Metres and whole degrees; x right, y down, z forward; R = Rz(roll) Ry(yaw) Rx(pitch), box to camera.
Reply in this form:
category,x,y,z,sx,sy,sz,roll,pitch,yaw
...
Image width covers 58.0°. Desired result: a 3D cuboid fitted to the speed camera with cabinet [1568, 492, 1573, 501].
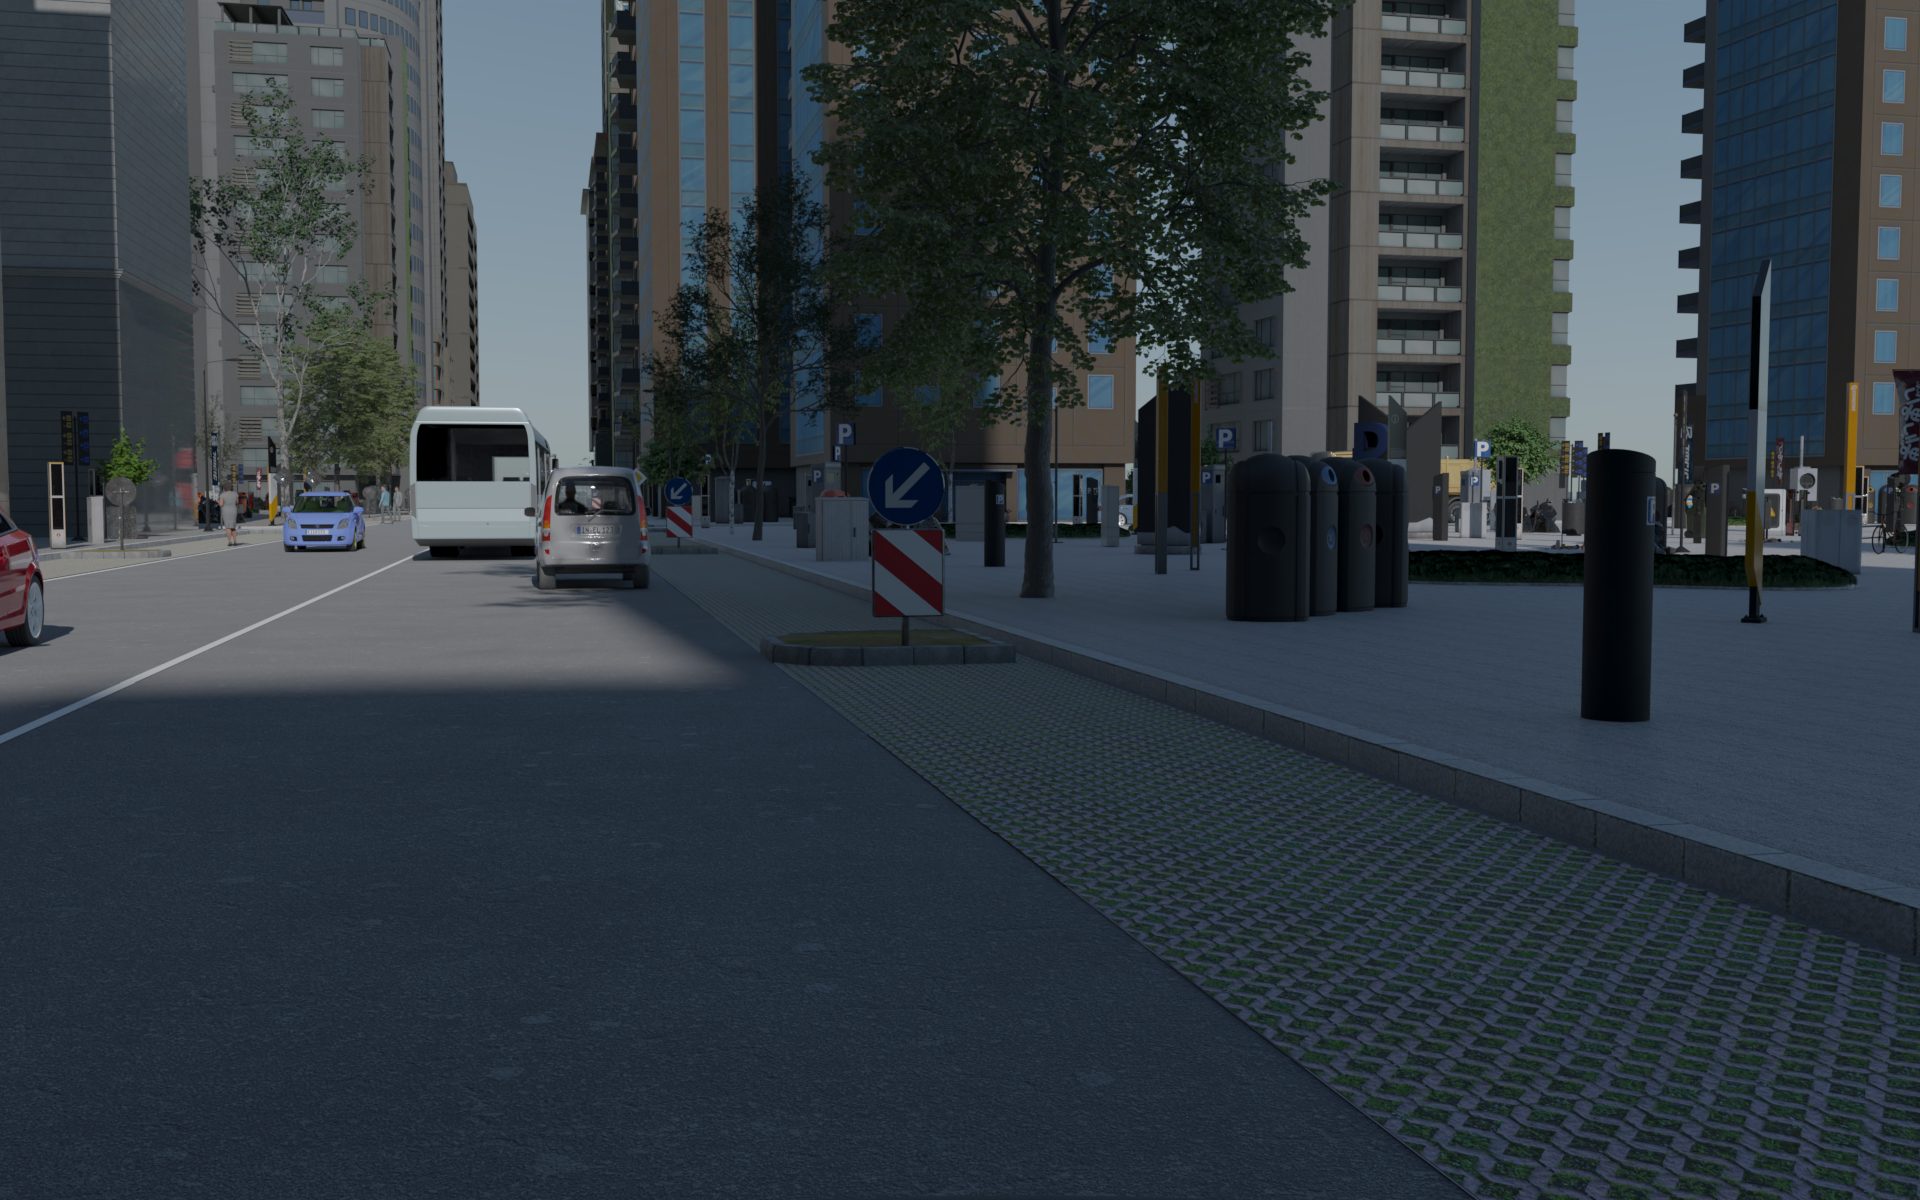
category,x,y,z,sx,sy,sz,roll,pitch,yaw
speed camera with cabinet,43.014,-7.958,124.447,0.660,3.252,2.038,-2,4,-33

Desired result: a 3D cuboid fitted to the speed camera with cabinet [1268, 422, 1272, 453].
category,x,y,z,sx,sy,sz,roll,pitch,yaw
speed camera with cabinet,9.158,-3.232,47.180,2.038,3.252,0.660,2,4,27

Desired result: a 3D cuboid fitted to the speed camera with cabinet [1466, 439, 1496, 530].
category,x,y,z,sx,sy,sz,roll,pitch,yaw
speed camera with cabinet,18.963,-4.106,61.465,0.660,3.252,2.038,-3,4,-36

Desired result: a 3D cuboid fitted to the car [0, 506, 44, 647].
category,x,y,z,sx,sy,sz,roll,pitch,yaw
car,-9.221,-0.348,14.725,2.155,1.783,4.494,-1,4,-15

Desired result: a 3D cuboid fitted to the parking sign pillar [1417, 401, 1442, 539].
category,x,y,z,sx,sy,sz,roll,pitch,yaw
parking sign pillar,13.309,-3.778,50.242,1.447,3.967,1.447,-2,4,-27

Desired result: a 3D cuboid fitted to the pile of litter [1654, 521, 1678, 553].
category,x,y,z,sx,sy,sz,roll,pitch,yaw
pile of litter,13.165,-1.123,32.321,1.176,0.858,1.719,2,4,28

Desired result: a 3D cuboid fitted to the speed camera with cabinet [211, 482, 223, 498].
category,x,y,z,sx,sy,sz,roll,pitch,yaw
speed camera with cabinet,-55.235,-8.222,128.759,0.660,3.252,2.038,-1,4,-14

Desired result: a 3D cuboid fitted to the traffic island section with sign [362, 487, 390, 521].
category,x,y,z,sx,sy,sz,roll,pitch,yaw
traffic island section with sign,-31.456,-5.118,92.299,1.989,1.847,2.006,-1,4,-13

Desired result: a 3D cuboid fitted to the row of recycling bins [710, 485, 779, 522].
category,x,y,z,sx,sy,sz,roll,pitch,yaw
row of recycling bins,-10.033,-4.389,78.869,3.534,1.692,1.069,0,4,-6

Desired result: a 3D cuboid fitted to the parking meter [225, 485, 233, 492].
category,x,y,z,sx,sy,sz,roll,pitch,yaw
parking meter,-45.152,-6.195,107.007,0.255,1.863,0.399,3,5,40

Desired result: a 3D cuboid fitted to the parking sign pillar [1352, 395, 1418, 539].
category,x,y,z,sx,sy,sz,roll,pitch,yaw
parking sign pillar,11.262,-3.568,46.805,1.447,3.967,1.447,-3,5,-45

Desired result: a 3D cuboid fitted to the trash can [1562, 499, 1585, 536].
category,x,y,z,sx,sy,sz,roll,pitch,yaw
trash can,18.791,-2.528,52.989,0.748,1.137,0.748,0,3,0

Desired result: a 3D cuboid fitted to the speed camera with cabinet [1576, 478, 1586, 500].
category,x,y,z,sx,sy,sz,roll,pitch,yaw
speed camera with cabinet,40.668,-7.247,112.824,0.660,3.252,2.038,2,4,31

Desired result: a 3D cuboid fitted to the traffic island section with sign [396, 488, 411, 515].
category,x,y,z,sx,sy,sz,roll,pitch,yaw
traffic island section with sign,-37.659,-6.731,118.678,1.989,1.847,2.006,-1,4,-13

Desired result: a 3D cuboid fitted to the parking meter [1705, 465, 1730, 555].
category,x,y,z,sx,sy,sz,roll,pitch,yaw
parking meter,15.249,-1.786,34.909,0.255,1.863,0.399,-3,5,-41

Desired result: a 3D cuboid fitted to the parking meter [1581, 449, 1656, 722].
category,x,y,z,sx,sy,sz,roll,pitch,yaw
parking meter,3.751,-0.089,9.871,0.372,1.533,0.369,0,3,0

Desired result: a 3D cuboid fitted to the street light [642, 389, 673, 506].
category,x,y,z,sx,sy,sz,roll,pitch,yaw
street light,-13.372,-6.384,76.925,1.470,5.913,1.316,-1,4,-13

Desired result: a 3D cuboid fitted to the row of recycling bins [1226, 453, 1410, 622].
category,x,y,z,sx,sy,sz,roll,pitch,yaw
row of recycling bins,3.883,-0.713,18.769,1.069,1.692,3.534,3,4,36

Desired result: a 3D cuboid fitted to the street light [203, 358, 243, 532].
category,x,y,z,sx,sy,sz,roll,pitch,yaw
street light,-25.144,-5.294,59.100,1.470,5.913,1.316,-1,4,-13

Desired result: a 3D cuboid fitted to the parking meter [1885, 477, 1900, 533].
category,x,y,z,sx,sy,sz,roll,pitch,yaw
parking meter,31.140,-3.184,57.776,0.255,1.863,0.399,-1,4,-17

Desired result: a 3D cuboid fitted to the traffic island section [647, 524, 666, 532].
category,x,y,z,sx,sy,sz,roll,pitch,yaw
traffic island section,-12.257,-2.667,65.889,2.009,0.180,2.903,-1,4,-13

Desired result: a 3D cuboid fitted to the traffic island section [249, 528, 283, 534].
category,x,y,z,sx,sy,sz,roll,pitch,yaw
traffic island section,-24.566,-2.491,63.013,2.009,0.180,2.903,-1,4,-13

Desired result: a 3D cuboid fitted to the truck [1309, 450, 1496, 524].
category,x,y,z,sx,sy,sz,roll,pitch,yaw
truck,19.621,-5.005,77.762,9.791,3.379,3.469,-1,4,-11

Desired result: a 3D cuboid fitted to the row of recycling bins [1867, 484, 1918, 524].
category,x,y,z,sx,sy,sz,roll,pitch,yaw
row of recycling bins,40.213,-4.101,74.169,3.534,1.692,1.069,2,4,23

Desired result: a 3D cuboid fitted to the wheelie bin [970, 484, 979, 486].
category,x,y,z,sx,sy,sz,roll,pitch,yaw
wheelie bin,0.435,-2.853,54.555,0.693,1.594,0.980,-1,4,-22

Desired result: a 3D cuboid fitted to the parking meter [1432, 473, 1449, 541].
category,x,y,z,sx,sy,sz,roll,pitch,yaw
parking meter,13.169,-2.554,47.468,0.255,1.863,0.399,-2,4,-33

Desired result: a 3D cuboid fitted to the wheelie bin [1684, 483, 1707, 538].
category,x,y,z,sx,sy,sz,roll,pitch,yaw
wheelie bin,21.475,-2.589,50.243,0.980,1.594,0.693,-3,5,-40

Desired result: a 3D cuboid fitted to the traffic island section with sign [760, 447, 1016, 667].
category,x,y,z,sx,sy,sz,roll,pitch,yaw
traffic island section with sign,-0.724,-0.407,15.281,1.989,1.847,2.006,-1,4,-13

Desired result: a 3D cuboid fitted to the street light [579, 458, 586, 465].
category,x,y,z,sx,sy,sz,roll,pitch,yaw
street light,-49.756,-15.837,231.482,1.470,5.913,1.316,-1,4,-13

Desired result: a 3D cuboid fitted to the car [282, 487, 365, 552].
category,x,y,z,sx,sy,sz,roll,pitch,yaw
car,-16.105,-2.100,43.919,1.945,1.707,3.694,-1,4,-14

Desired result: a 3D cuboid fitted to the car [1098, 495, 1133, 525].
category,x,y,z,sx,sy,sz,roll,pitch,yaw
car,7.812,-3.826,74.552,4.499,1.417,2.014,-1,4,-12

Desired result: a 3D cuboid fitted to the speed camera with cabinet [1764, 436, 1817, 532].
category,x,y,z,sx,sy,sz,roll,pitch,yaw
speed camera with cabinet,28.026,-3.951,58.935,2.038,3.252,0.660,0,4,-2

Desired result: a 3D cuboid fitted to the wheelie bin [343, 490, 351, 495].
category,x,y,z,sx,sy,sz,roll,pitch,yaw
wheelie bin,-50.346,-8.221,142.325,0.693,1.594,0.980,2,4,32

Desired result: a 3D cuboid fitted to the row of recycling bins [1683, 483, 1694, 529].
category,x,y,z,sx,sy,sz,roll,pitch,yaw
row of recycling bins,27.697,-3.563,65.361,1.069,1.692,3.534,3,4,36

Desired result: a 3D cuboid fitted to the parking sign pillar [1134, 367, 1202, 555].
category,x,y,z,sx,sy,sz,roll,pitch,yaw
parking sign pillar,4.468,-2.975,37.119,1.447,3.967,1.447,3,4,36

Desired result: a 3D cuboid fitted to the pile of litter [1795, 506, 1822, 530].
category,x,y,z,sx,sy,sz,roll,pitch,yaw
pile of litter,30.153,-2.907,61.488,1.719,0.858,1.176,0,4,-6

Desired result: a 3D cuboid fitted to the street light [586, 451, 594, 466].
category,x,y,z,sx,sy,sz,roll,pitch,yaw
street light,-39.283,-13.123,187.100,1.470,5.913,1.316,-1,4,-13

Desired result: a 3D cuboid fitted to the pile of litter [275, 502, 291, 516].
category,x,y,z,sx,sy,sz,roll,pitch,yaw
pile of litter,-39.628,-5.373,101.820,1.719,0.858,1.176,2,4,31

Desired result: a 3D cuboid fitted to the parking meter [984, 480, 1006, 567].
category,x,y,z,sx,sy,sz,roll,pitch,yaw
parking meter,0.612,-1.356,30.589,0.372,1.533,0.369,0,3,0

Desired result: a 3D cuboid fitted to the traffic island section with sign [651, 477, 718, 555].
category,x,y,z,sx,sy,sz,roll,pitch,yaw
traffic island section with sign,-6.938,-2.026,41.760,1.989,1.847,2.006,-1,4,-13

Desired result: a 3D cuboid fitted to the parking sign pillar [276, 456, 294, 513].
category,x,y,z,sx,sy,sz,roll,pitch,yaw
parking sign pillar,-47.072,-8.071,120.430,1.447,3.967,1.447,-2,4,-27

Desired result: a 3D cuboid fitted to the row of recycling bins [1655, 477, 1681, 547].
category,x,y,z,sx,sy,sz,roll,pitch,yaw
row of recycling bins,14.391,-1.818,36.833,1.069,1.692,3.534,1,4,14

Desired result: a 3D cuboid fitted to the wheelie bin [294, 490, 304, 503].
category,x,y,z,sx,sy,sz,roll,pitch,yaw
wheelie bin,-48.562,-7.316,127.522,0.980,1.594,0.693,0,4,8

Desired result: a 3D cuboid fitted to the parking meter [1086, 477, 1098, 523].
category,x,y,z,sx,sy,sz,roll,pitch,yaw
parking meter,4.571,-3.311,59.844,0.255,1.863,0.399,-3,4,-36

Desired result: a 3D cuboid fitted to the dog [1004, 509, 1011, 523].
category,x,y,z,sx,sy,sz,roll,pitch,yaw
dog,1.917,-3.466,73.504,0.513,0.831,0.800,0,3,0

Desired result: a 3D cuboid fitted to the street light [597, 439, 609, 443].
category,x,y,z,sx,sy,sz,roll,pitch,yaw
street light,-31.208,-11.009,152.539,1.470,5.913,1.316,-1,4,-13

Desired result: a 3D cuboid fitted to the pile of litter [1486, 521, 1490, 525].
category,x,y,z,sx,sy,sz,roll,pitch,yaw
pile of litter,22.329,-3.474,70.771,1.719,0.858,1.176,3,4,39

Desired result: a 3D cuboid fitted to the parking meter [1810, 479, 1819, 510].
category,x,y,z,sx,sy,sz,roll,pitch,yaw
parking meter,33.425,-3.797,67.787,0.255,1.863,0.399,2,4,23

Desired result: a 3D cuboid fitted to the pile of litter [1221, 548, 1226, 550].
category,x,y,z,sx,sy,sz,roll,pitch,yaw
pile of litter,6.864,-1.563,39.512,1.719,0.858,1.176,2,4,24

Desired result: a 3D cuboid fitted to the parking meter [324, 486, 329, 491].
category,x,y,z,sx,sy,sz,roll,pitch,yaw
parking meter,-47.957,-7.683,131.327,0.399,1.863,0.255,-1,4,-10

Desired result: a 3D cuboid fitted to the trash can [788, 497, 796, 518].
category,x,y,z,sx,sy,sz,roll,pitch,yaw
trash can,-8.790,-4.925,92.173,0.748,1.137,0.748,0,3,0

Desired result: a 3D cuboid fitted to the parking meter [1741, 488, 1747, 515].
category,x,y,z,sx,sy,sz,roll,pitch,yaw
parking meter,32.998,-3.930,72.661,0.372,1.533,0.369,0,3,0

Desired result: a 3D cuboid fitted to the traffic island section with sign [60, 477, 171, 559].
category,x,y,z,sx,sy,sz,roll,pitch,yaw
traffic island section with sign,-18.931,-1.855,38.963,1.989,1.847,2.006,-1,4,-13

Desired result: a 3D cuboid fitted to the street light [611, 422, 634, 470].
category,x,y,z,sx,sy,sz,roll,pitch,yaw
street light,-21.633,-8.512,111.712,1.470,5.913,1.316,-1,4,-13
